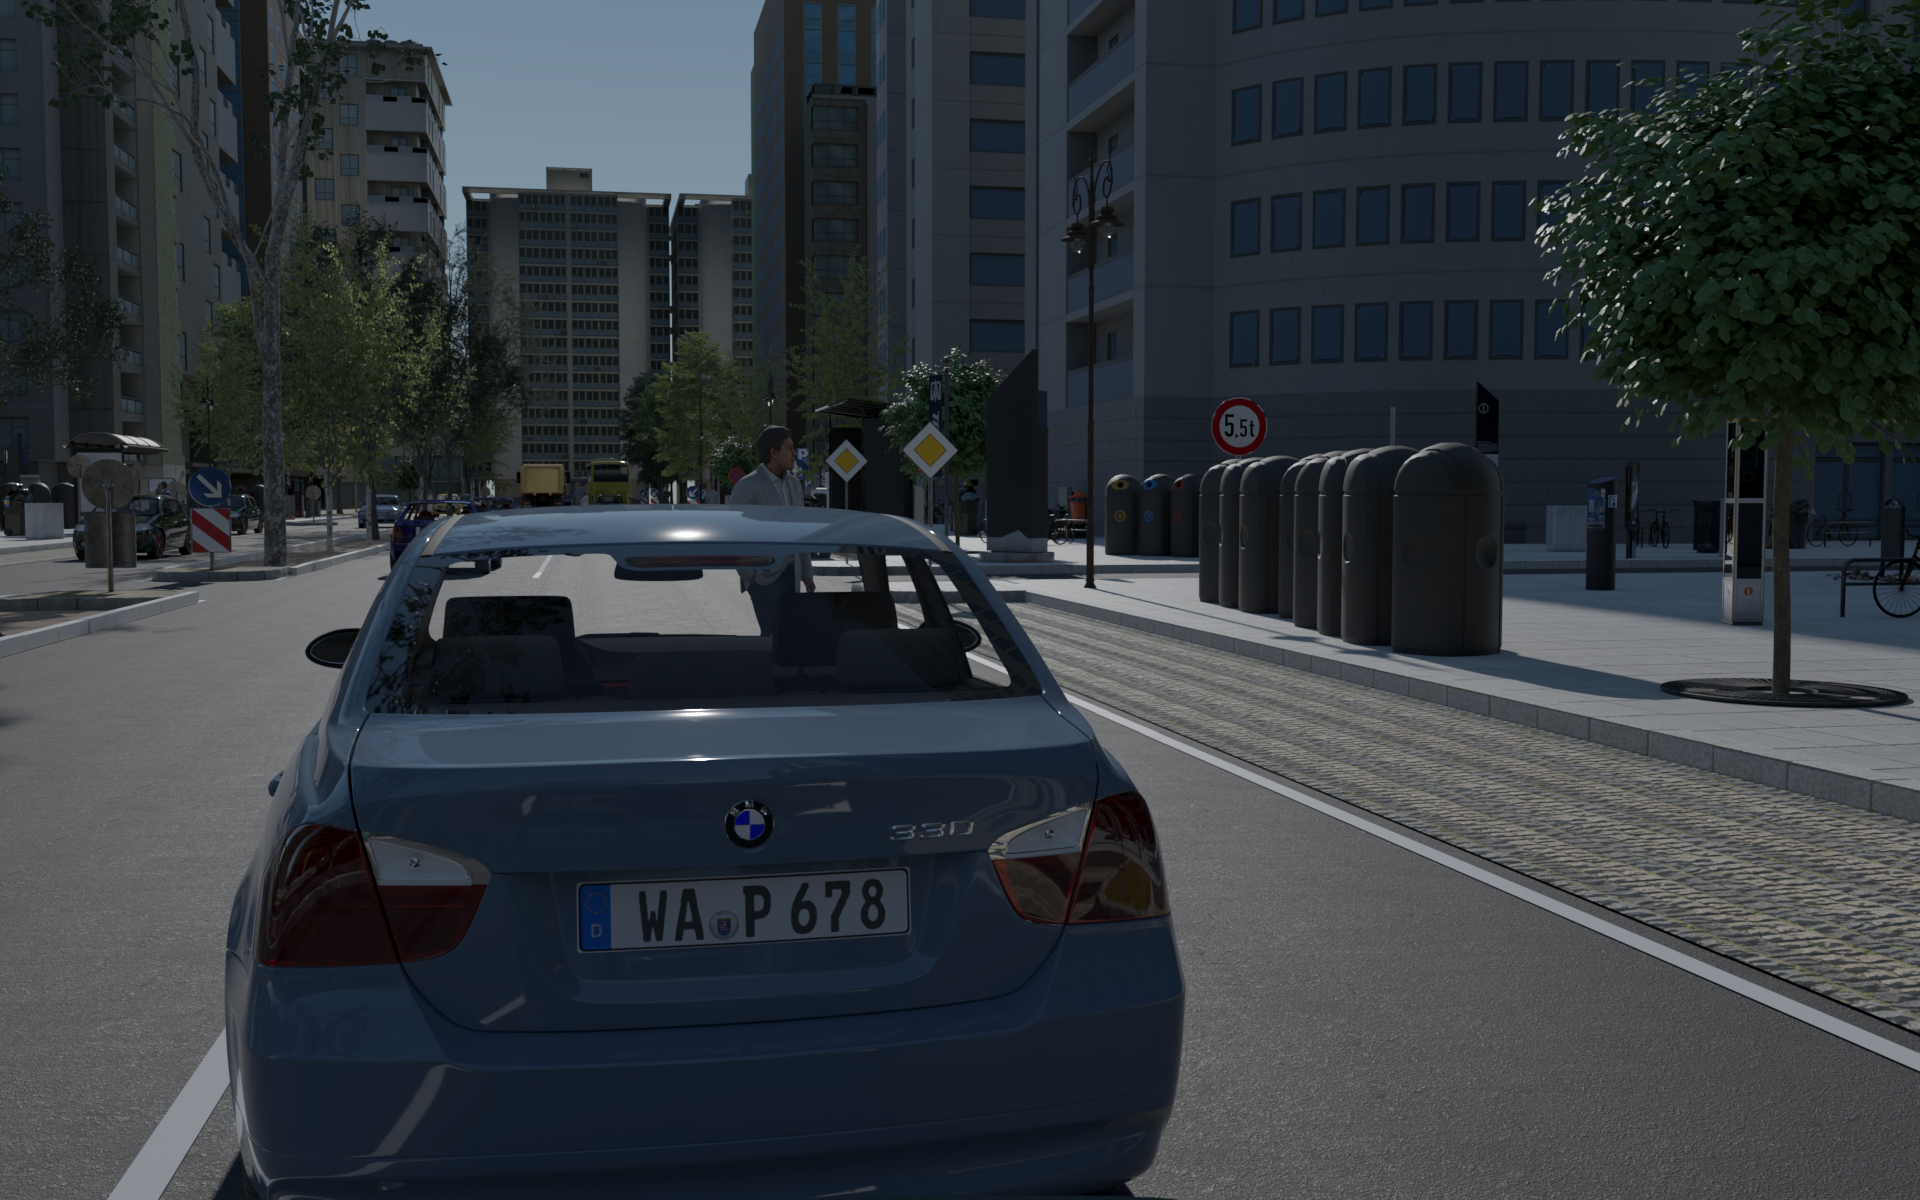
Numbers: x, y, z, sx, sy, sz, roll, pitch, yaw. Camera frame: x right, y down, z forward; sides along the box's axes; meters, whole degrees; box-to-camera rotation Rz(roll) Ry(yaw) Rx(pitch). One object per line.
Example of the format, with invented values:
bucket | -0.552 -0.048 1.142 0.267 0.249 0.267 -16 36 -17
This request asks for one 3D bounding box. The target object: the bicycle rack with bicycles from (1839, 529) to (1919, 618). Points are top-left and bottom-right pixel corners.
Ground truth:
bicycle rack with bicycles | 10.430 -0.237 17.261 2.925 0.926 2.852 -1 4 -11

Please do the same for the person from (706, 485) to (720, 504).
person | -10.503 -3.986 73.764 0.635 1.810 0.391 0 4 4

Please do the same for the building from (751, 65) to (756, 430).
building | -13.301 -29.636 168.144 14.154 41.232 14.086 -1 4 -12

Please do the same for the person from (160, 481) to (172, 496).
person | -23.431 -2.591 51.040 0.419 1.800 0.721 -1 4 -16

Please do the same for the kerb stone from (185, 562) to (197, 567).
kerb stone | -14.083 -0.567 31.467 0.120 0.150 1.000 -1 4 -12

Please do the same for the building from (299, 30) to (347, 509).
building | -70.817 -30.417 151.937 28.867 44.769 22.147 -1 4 -12

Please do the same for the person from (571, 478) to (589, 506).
person | -9.379 -2.099 42.922 0.850 1.850 0.679 0 4 -3

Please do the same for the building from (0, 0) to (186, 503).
building | -48.657 -24.696 87.380 14.154 41.232 14.086 -1 4 -12

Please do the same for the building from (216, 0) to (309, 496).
building | -58.455 -29.466 131.886 14.600 45.320 14.200 -1 4 -12

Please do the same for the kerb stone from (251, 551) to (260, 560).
kerb stone | -15.364 -0.934 37.466 0.120 0.150 1.000 -1 4 -12

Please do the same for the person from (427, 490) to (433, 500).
person | -39.798 -7.396 130.092 0.621 1.740 0.551 -1 4 -17

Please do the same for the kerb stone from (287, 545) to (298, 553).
kerb stone | -16.432 -1.238 42.468 0.120 0.150 1.000 -1 4 -12

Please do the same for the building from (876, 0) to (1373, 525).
building | 6.074 -33.704 93.058 21.231 58.520 28.212 -1 4 -12

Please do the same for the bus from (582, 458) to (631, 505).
bus | -24.124 -7.753 118.306 2.896 3.916 12.252 -1 4 -14

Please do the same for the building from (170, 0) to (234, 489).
building | -62.028 -31.809 109.320 28.713 52.752 27.495 -1 4 -12

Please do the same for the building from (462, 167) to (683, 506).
building | -46.903 -31.617 208.823 23.993 40.220 32.217 -1 4 -12

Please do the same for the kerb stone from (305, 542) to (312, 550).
kerb stone | -16.856 -1.363 44.473 0.120 0.150 1.000 -1 4 -12

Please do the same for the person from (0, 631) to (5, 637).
person | -9.147 -0.202 16.067 0.640 1.303 0.475 1 4 11

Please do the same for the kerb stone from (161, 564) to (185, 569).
kerb stone | -13.866 -0.505 30.468 0.120 0.150 1.000 -1 4 -12

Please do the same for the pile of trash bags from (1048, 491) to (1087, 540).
pile of trash bags | 2.942 -2.454 49.881 1.912 1.369 3.447 -1 4 -16

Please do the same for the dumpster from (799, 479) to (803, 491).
dumpster | -6.943 -4.324 73.196 1.502 2.255 1.985 -1 4 -12

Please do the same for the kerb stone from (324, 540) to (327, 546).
kerb stone | -17.504 -1.544 47.484 0.120 0.150 1.000 -1 4 -12

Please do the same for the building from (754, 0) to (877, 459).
building | -10.626 -30.818 153.978 14.600 45.320 14.200 -1 4 -12

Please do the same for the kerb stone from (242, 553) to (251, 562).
kerb stone | -15.153 -0.873 36.466 0.120 0.150 1.000 -1 4 -12

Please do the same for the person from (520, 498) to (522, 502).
person | -30.020 -6.846 120.561 1.348 1.807 0.705 1 4 12

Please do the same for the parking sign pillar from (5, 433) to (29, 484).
parking sign pillar | -42.114 -5.436 77.353 1.447 3.967 1.447 3 4 36

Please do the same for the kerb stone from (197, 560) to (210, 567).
kerb stone | -14.288 -0.628 32.469 0.120 0.150 1.000 -1 4 -12

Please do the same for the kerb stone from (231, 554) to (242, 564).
kerb stone | -14.930 -0.804 35.469 0.120 0.150 1.000 -1 4 -12

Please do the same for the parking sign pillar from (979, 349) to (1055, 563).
parking sign pillar | 1.081 -2.715 32.856 1.447 3.967 1.447 -3 5 -40

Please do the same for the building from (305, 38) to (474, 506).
building | -71.730 -37.443 201.438 27.495 52.752 28.713 -1 4 -12

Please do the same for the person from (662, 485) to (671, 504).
person | -14.772 -4.820 86.670 0.648 1.900 0.474 3 4 38

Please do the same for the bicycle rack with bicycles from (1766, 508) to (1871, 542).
bicycle rack with bicycles | 20.956 -1.805 42.894 2.925 0.926 2.852 -2 4 -28

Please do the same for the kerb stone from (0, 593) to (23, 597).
kerb stone | -12.049 0.017 21.919 0.120 0.150 1.000 -1 4 -12

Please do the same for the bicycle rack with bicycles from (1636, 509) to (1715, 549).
bicycle rack with bicycles | 17.295 -1.730 41.670 2.852 0.926 2.925 2 4 29

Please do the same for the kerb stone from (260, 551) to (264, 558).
kerb stone | -15.574 -0.995 38.469 0.120 0.150 1.000 -1 4 -12

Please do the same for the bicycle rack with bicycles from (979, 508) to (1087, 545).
bicycle rack with bicycles | 2.131 -1.915 44.686 2.852 0.926 2.925 -2 4 -26

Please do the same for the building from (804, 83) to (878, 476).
building | -4.566 -21.715 126.748 14.160 30.474 14.107 -1 4 -12

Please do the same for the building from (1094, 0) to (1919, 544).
building | 17.812 -31.274 53.336 28.212 58.520 21.231 -1 4 -12

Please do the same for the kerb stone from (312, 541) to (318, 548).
kerb stone | -17.071 -1.424 45.481 0.120 0.150 1.000 -1 4 -12

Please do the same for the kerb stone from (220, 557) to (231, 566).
kerb stone | -14.721 -0.747 34.467 0.120 0.150 1.000 -1 4 -12

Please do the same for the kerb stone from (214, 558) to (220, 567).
kerb stone | -14.510 -0.689 33.467 0.120 0.150 1.000 -1 4 -12

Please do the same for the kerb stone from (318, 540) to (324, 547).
kerb stone | -17.287 -1.486 46.485 0.120 0.150 1.000 -1 4 -12

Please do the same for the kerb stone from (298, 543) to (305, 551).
kerb stone | -16.641 -1.301 43.474 0.120 0.150 1.000 -1 4 -12

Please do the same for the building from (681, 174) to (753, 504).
building | -23.325 -31.890 213.289 23.993 40.220 32.217 -1 4 -12

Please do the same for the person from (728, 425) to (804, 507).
person | -1.199 -0.133 10.517 0.795 1.843 0.661 3 5 40
